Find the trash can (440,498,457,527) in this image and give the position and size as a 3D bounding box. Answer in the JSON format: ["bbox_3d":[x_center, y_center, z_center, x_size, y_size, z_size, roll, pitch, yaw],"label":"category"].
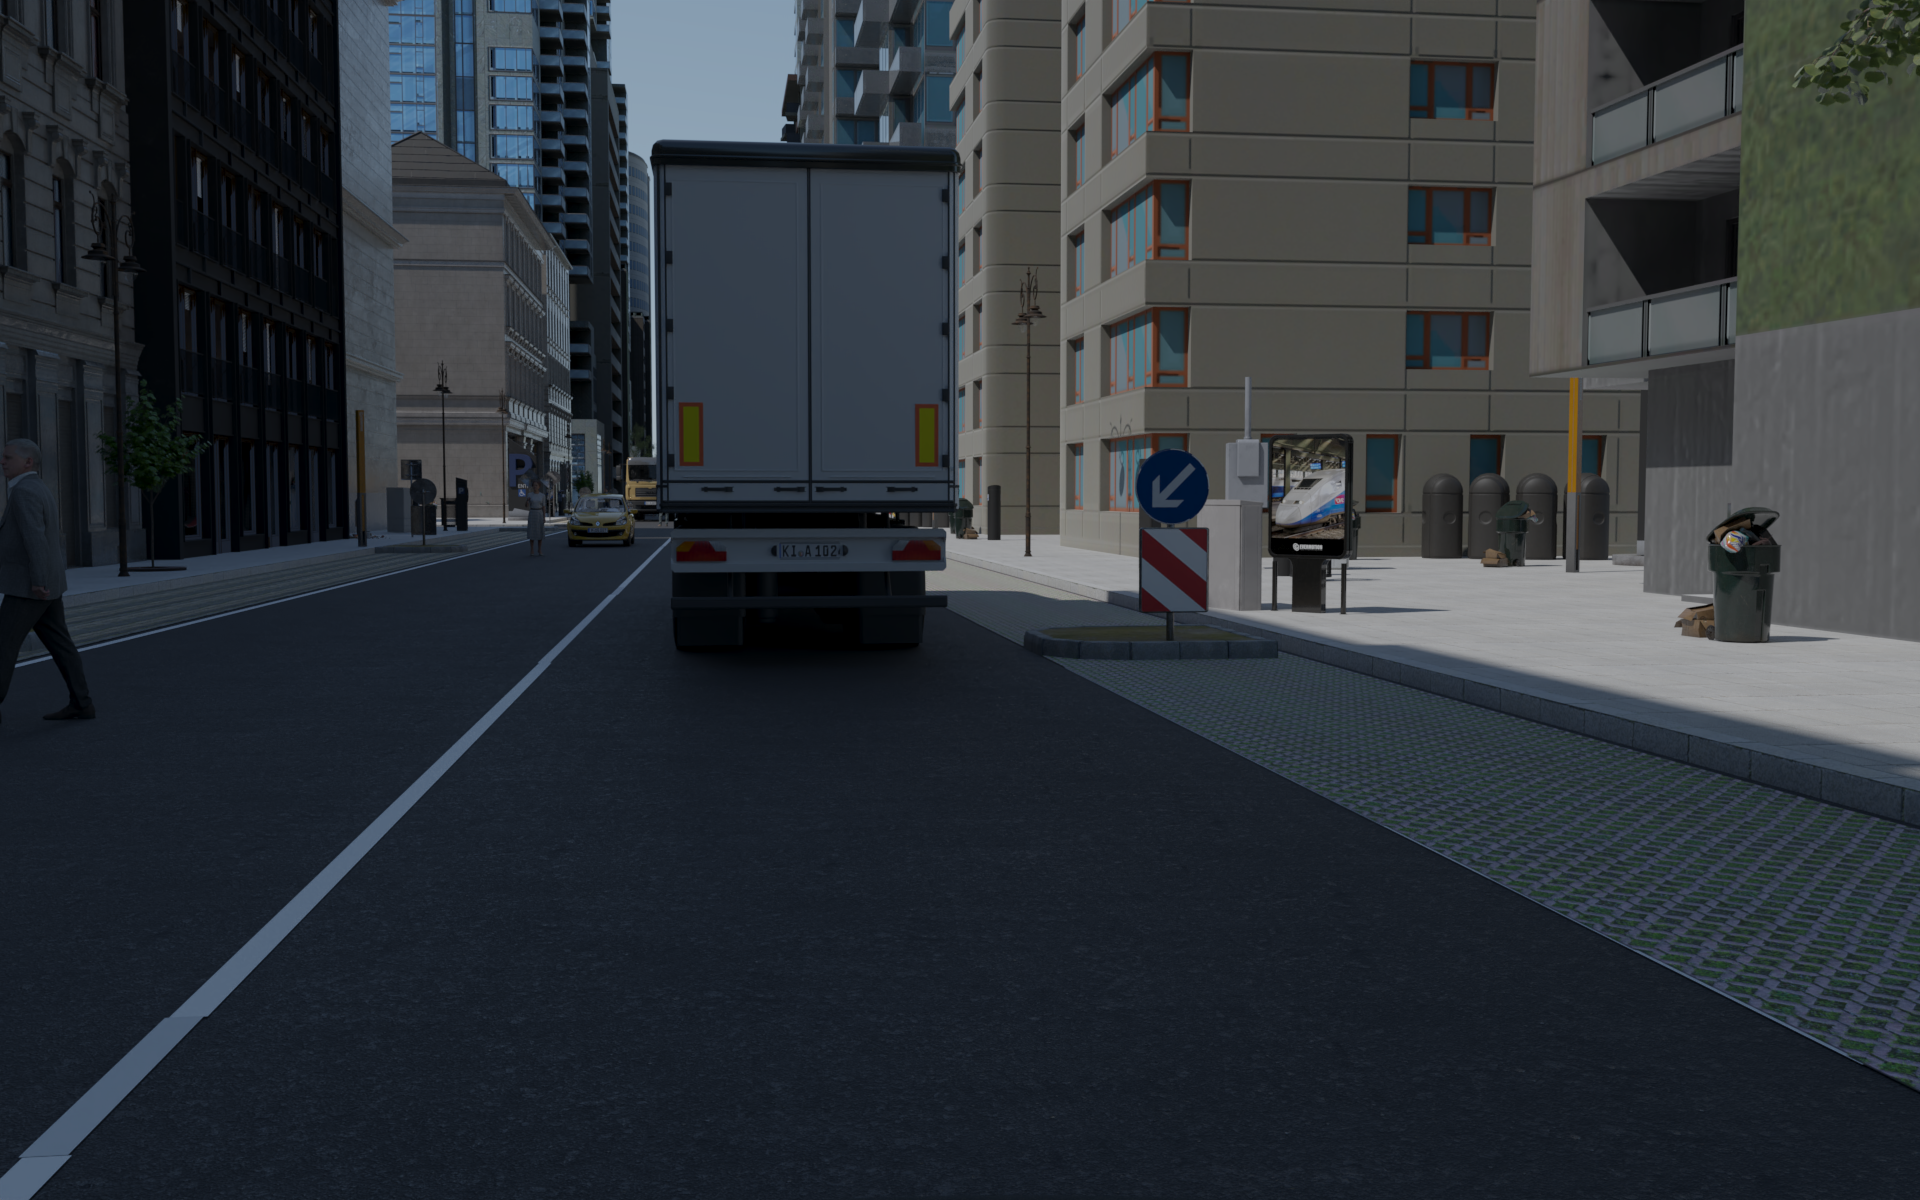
[{"bbox_3d":[-19.827,-3.398,67.215,0.748,1.137,0.748,0,3,0],"label":"trash can"}]

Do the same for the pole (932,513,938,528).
[{"bbox_3d":[-0.858,-4.036,59.839,0.158,3.312,0.155,0,3,0],"label":"pole"}]

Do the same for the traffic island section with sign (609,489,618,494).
[{"bbox_3d":[-24.598,-7.010,123.246,1.989,1.847,2.006,0,4,-8],"label":"traffic island section with sign"}]

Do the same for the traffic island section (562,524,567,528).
[{"bbox_3d":[-17.776,-3.225,75.004,2.009,0.180,2.903,0,4,-8],"label":"traffic island section"}]

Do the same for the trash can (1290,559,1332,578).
[{"bbox_3d":[5.187,-0.852,25.586,0.748,1.137,0.748,0,3,0],"label":"trash can"}]

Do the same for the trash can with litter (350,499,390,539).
[{"bbox_3d":[-17.322,-2.417,50.568,1.678,1.210,2.233,0,4,-6],"label":"trash can with litter"}]

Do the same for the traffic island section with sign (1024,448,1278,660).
[{"bbox_3d":[1.638,-0.440,15.815,1.989,1.847,2.006,0,4,-8],"label":"traffic island section with sign"}]

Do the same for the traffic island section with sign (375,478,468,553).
[{"bbox_3d":[-13.221,-2.080,42.637,1.989,1.847,2.006,0,4,-8],"label":"traffic island section with sign"}]

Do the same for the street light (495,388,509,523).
[{"bbox_3d":[-19.971,-6.295,75.719,0.468,5.910,1.993,0,4,-8],"label":"street light"}]

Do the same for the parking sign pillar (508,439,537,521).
[{"bbox_3d":[-21.154,-5.827,83.741,1.447,3.967,1.447,0,4,-3],"label":"parking sign pillar"}]

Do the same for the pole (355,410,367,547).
[{"bbox_3d":[-14.554,-2.951,42.088,0.158,3.312,0.155,0,3,0],"label":"pole"}]

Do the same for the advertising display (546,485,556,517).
[{"bbox_3d":[-22.673,-5.553,96.013,0.123,1.923,0.974,-3,4,-37],"label":"advertising display"}]

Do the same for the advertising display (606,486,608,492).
[{"bbox_3d":[-29.728,-8.607,145.935,0.123,1.923,0.974,-1,4,-11],"label":"advertising display"}]

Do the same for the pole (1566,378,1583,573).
[{"bbox_3d":[10.016,-2.102,28.217,0.158,3.312,0.155,0,3,0],"label":"pole"}]

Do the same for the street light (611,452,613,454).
[{"bbox_3d":[-30.458,-10.878,150.646,0.468,5.910,1.993,0,4,-8],"label":"street light"}]

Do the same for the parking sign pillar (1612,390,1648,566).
[{"bbox_3d":[12.550,-2.612,31.172,1.447,3.967,1.447,2,4,30],"label":"parking sign pillar"}]

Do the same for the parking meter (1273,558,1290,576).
[{"bbox_3d":[5.090,-1.143,27.101,0.372,1.533,0.369,0,3,0],"label":"parking meter"}]

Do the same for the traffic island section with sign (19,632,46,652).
[{"bbox_3d":[-9.454,-0.446,15.913,1.989,1.847,2.006,0,4,-8],"label":"traffic island section with sign"}]

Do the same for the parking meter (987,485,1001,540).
[{"bbox_3d":[0.949,-2.429,48.122,0.372,1.533,0.369,0,3,0],"label":"parking meter"}]

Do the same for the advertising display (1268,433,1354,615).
[{"bbox_3d":[3.776,-0.825,18.697,0.974,1.923,0.123,3,5,42],"label":"advertising display"}]

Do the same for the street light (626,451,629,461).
[{"bbox_3d":[-35.169,-12.905,183.791,0.468,5.910,1.993,0,4,-8],"label":"street light"}]

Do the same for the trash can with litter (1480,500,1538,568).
[{"bbox_3d":[9.655,-1.169,30.500,1.055,1.170,0.624,-3,5,-44],"label":"trash can with litter"}]

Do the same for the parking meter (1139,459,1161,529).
[{"bbox_3d":[3.156,-1.408,28.733,0.255,1.863,0.399,2,4,32],"label":"parking meter"}]

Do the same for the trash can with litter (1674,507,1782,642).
[{"bbox_3d":[6.706,-0.237,15.269,0.624,1.170,1.055,-1,4,-13],"label":"trash can with litter"}]

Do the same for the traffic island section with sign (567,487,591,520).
[{"bbox_3d":[-20.792,-5.363,96.311,1.989,1.847,2.006,0,4,-8],"label":"traffic island section with sign"}]

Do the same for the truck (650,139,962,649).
[{"bbox_3d":[-1.971,-1.866,19.422,2.839,4.237,11.283,0,4,-8],"label":"truck"}]

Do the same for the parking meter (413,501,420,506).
[{"bbox_3d":[-19.204,-3.224,61.125,0.372,1.533,0.369,0,3,0],"label":"parking meter"}]

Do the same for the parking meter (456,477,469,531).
[{"bbox_3d":[-17.289,-3.331,60.179,0.399,1.863,0.255,0,4,-6],"label":"parking meter"}]

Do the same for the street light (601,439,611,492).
[{"bbox_3d":[-29.274,-10.382,142.531,0.468,5.910,1.993,0,4,-8],"label":"street light"}]

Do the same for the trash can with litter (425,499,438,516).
[{"bbox_3d":[-22.991,-3.855,74.413,1.055,1.170,0.624,-1,4,-18],"label":"trash can with litter"}]

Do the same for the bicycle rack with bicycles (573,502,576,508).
[{"bbox_3d":[-31.589,-7.784,140.652,2.852,0.926,2.925,1,4,14],"label":"bicycle rack with bicycles"}]

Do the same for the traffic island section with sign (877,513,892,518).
[{"bbox_3d":[-2.202,-2.105,43.045,1.989,1.847,2.006,0,4,-8],"label":"traffic island section with sign"}]

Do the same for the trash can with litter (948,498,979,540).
[{"bbox_3d":[0.245,-2.315,49.236,0.624,1.170,1.055,-2,4,-26],"label":"trash can with litter"}]

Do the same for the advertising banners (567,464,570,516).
[{"bbox_3d":[-23.363,-6.551,103.290,0.090,3.025,2.074,-1,4,-10],"label":"advertising banners"}]

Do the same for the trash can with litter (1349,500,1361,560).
[{"bbox_3d":[7.290,-1.374,33.845,1.055,1.170,0.624,2,4,33],"label":"trash can with litter"}]

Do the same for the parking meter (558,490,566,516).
[{"bbox_3d":[-26.583,-6.579,115.978,0.372,1.533,0.369,0,3,0],"label":"parking meter"}]

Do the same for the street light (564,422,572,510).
[{"bbox_3d":[-24.569,-8.318,108.792,0.468,5.910,1.993,0,4,-8],"label":"street light"}]

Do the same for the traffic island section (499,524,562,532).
[{"bbox_3d":[-16.661,-2.741,67.097,2.009,0.180,2.903,0,4,-8],"label":"traffic island section"}]

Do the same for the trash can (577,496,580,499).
[{"bbox_3d":[-25.837,-6.544,118.645,0.748,1.137,0.748,0,3,0],"label":"trash can"}]

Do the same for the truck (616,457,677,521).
[{"bbox_3d":[-16.530,-5.951,93.219,3.469,3.379,9.791,0,4,-8],"label":"truck"}]
